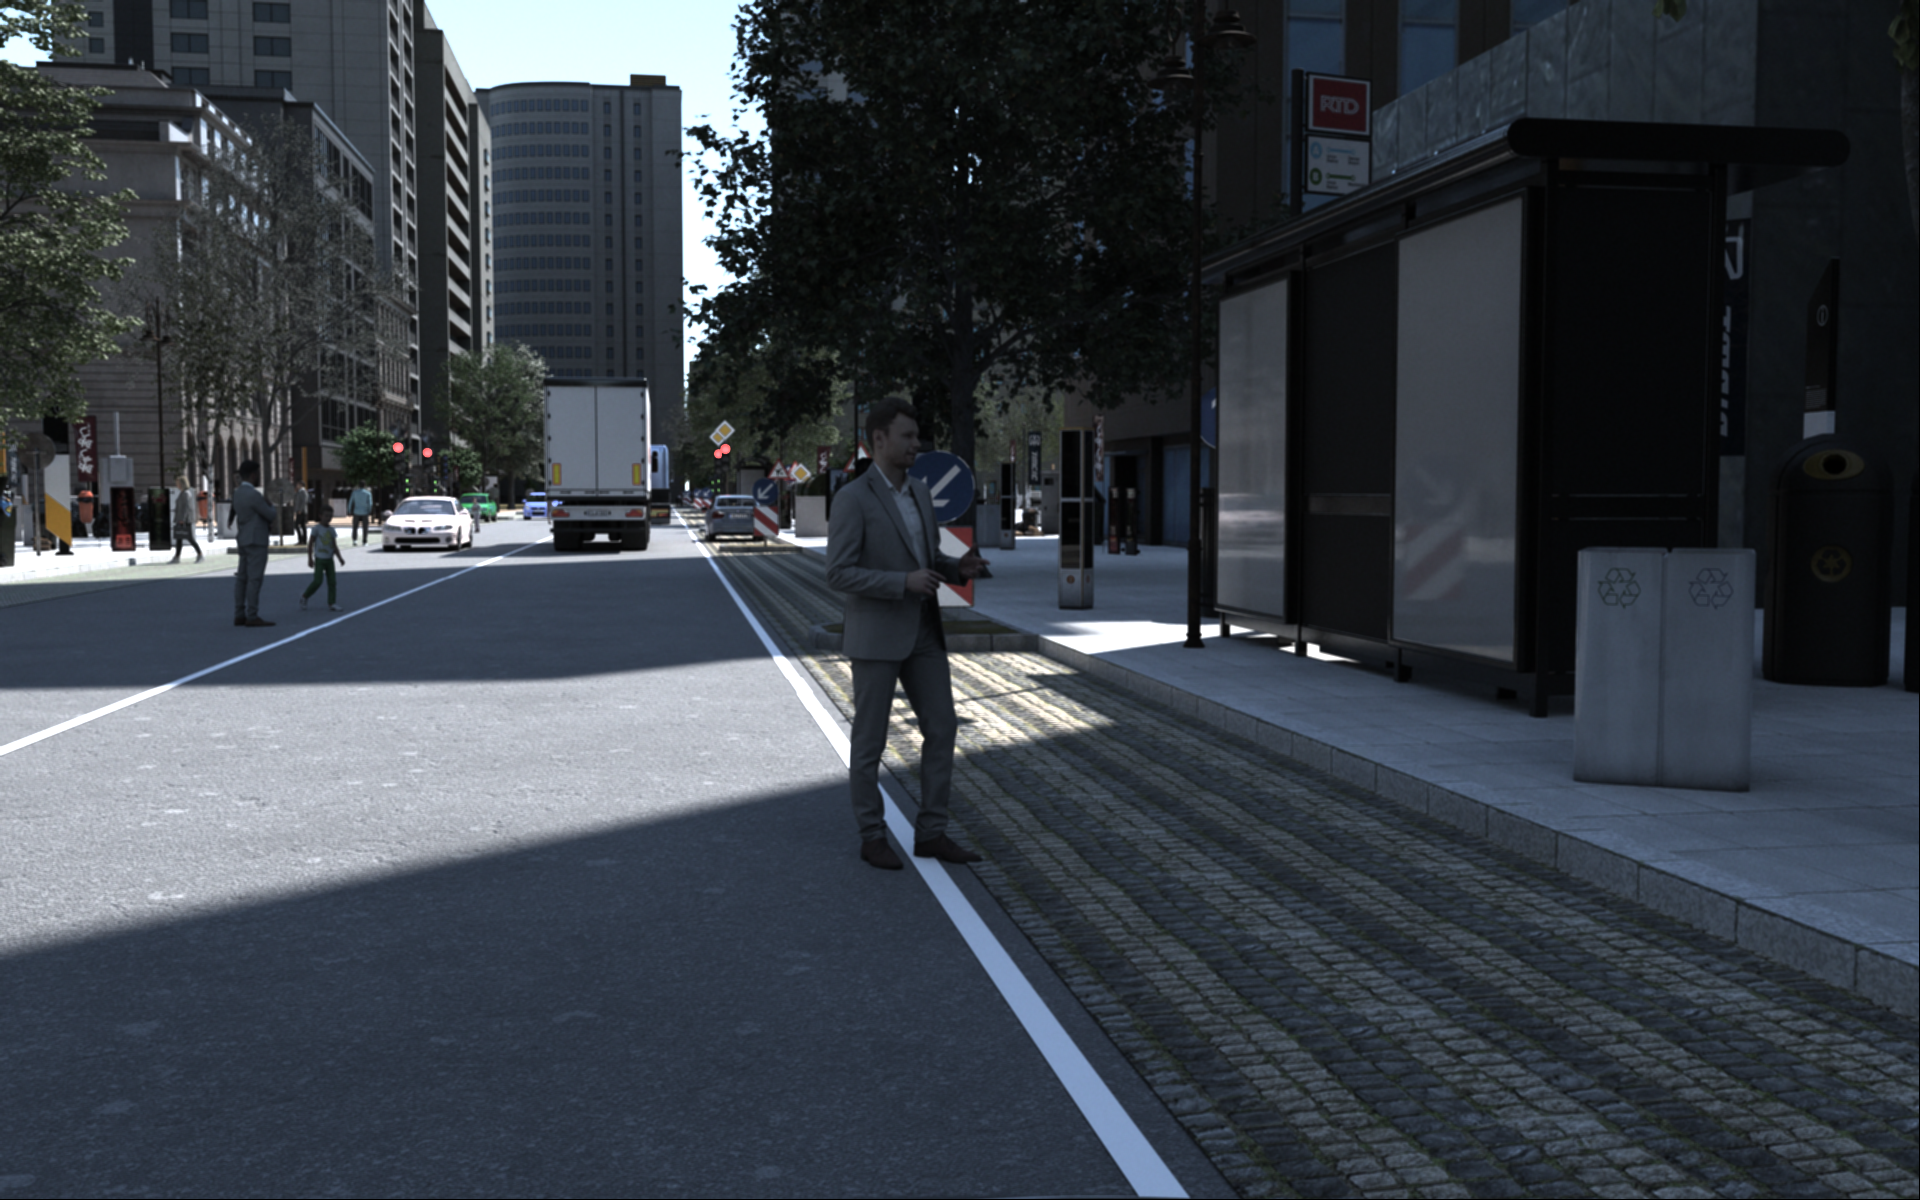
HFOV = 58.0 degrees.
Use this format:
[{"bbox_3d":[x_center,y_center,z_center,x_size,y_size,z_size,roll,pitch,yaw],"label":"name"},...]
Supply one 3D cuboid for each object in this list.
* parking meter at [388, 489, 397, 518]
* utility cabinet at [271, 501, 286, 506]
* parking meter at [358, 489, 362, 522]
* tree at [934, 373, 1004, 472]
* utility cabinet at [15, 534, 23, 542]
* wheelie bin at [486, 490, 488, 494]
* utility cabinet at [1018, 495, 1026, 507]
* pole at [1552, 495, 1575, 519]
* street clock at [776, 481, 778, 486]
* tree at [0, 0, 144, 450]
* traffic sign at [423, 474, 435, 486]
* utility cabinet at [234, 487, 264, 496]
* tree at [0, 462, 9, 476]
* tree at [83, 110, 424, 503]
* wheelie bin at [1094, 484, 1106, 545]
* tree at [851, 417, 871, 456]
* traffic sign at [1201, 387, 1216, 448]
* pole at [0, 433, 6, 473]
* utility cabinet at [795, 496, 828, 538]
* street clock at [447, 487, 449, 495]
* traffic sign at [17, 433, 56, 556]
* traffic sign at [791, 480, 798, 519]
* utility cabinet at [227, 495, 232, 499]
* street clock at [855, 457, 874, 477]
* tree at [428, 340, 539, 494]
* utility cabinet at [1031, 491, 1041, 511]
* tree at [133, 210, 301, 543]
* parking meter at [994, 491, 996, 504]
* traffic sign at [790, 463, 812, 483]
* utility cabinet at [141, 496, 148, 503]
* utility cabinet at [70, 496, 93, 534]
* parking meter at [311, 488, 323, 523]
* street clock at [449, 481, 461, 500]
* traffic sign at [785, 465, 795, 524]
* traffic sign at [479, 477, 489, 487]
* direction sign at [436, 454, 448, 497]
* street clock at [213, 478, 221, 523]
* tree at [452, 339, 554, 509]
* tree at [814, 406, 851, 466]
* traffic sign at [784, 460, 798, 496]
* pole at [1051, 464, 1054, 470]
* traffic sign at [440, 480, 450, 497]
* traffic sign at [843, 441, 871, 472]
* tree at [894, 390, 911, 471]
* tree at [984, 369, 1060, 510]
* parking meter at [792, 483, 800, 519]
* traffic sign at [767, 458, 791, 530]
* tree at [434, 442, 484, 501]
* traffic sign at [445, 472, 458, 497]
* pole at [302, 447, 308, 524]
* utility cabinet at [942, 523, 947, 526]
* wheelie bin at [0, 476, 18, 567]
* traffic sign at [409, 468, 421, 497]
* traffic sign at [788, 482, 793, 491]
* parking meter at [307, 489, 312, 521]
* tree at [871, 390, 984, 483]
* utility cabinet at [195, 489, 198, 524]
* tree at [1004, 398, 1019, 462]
[{"bbox_3d":[-25.664,-4.274,78.287,0.372,1.533,0.369,0,3,0],"label":"parking meter"},{"bbox_3d":[-23.749,-2.965,59.633,1.020,1.237,0.306,0,3,0],"label":"utility cabinet"},{"bbox_3d":[-30.147,-4.810,87.055,0.372,1.533,0.369,0,3,0],"label":"parking meter"},{"bbox_3d":[0.281,-13.782,143.465,7.486,12.596,7.792,0,3,0],"label":"tree"},{"bbox_3d":[-25.807,-2.166,46.569,1.020,1.237,0.306,-2,4,-29],"label":"utility cabinet"},{"bbox_3d":[-34.767,-7.362,128.281,0.980,1.594,0.693,0,4,7],"label":"wheelie bin"},{"bbox_3d":[5.519,-8.502,150.175,1.020,1.237,0.306,0,4,6],"label":"utility cabinet"},{"bbox_3d":[5.451,-1.333,15.644,0.158,3.312,0.155,0,3,0],"label":"pole"},{"bbox_3d":[-9.138,-5.136,88.544,0.471,2.002,0.358,-1,4,-21],"label":"street clock"},{"bbox_3d":[-17.879,-6.743,28.375,7.486,12.596,7.792,0,3,0],"label":"tree"},{"bbox_3d":[-26.943,-5.246,87.897,0.606,2.300,0.079,0,4,0],"label":"traffic sign"},{"bbox_3d":[-23.456,-2.966,57.176,0.318,1.500,1.173,1,4,13],"label":"utility cabinet"},{"bbox_3d":[-31.233,-3.695,55.020,1.663,3.219,1.824,0,3,0],"label":"tree"},{"bbox_3d":[-21.954,-8.837,54.862,12.009,13.543,11.850,0,3,0],"label":"tree"},{"bbox_3d":[3.324,-2.193,43.771,0.693,1.594,0.980,1,4,9],"label":"wheelie bin"},{"bbox_3d":[-5.285,-10.867,128.032,4.360,8.622,3.978,0,3,0],"label":"tree"},{"bbox_3d":[3.111,-1.232,20.255,0.768,2.556,0.104,0,4,0],"label":"traffic sign"},{"bbox_3d":[-31.743,-3.890,57.452,0.158,3.312,0.155,0,3,0],"label":"pole"},{"bbox_3d":[-4.370,-2.453,51.265,1.020,1.237,0.306,0,4,-4],"label":"utility cabinet"},{"bbox_3d":[-39.870,-7.990,135.214,0.358,2.002,0.471,0,4,5],"label":"street clock"},{"bbox_3d":[-19.139,-2.189,35.901,0.768,2.556,0.104,0,4,-5],"label":"traffic sign"},{"bbox_3d":[-8.684,-5.354,89.661,0.606,2.300,0.079,0,3,0],"label":"traffic sign"},{"bbox_3d":[-34.261,-4.347,82.228,0.306,1.237,1.020,2,4,27],"label":"utility cabinet"},{"bbox_3d":[-1.838,-1.823,34.381,0.471,2.002,0.358,0,4,4],"label":"street clock"},{"bbox_3d":[-31.955,-11.657,116.346,9.928,11.665,9.643,0,3,0],"label":"tree"},{"bbox_3d":[5.781,-7.557,132.235,0.318,1.500,1.173,-3,5,-42],"label":"utility cabinet"},{"bbox_3d":[-19.784,-5.835,45.772,4.360,8.622,3.978,0,3,0],"label":"tree"},{"bbox_3d":[2.330,-6.075,107.744,0.372,1.533,0.369,0,3,0],"label":"parking meter"},{"bbox_3d":[-5.866,-3.832,63.842,0.795,2.450,0.064,0,4,-6],"label":"traffic sign"},{"bbox_3d":[-34.753,-3.862,74.301,1.020,1.237,0.306,3,4,39],"label":"utility cabinet"},{"bbox_3d":[-28.230,-2.695,55.226,1.020,1.237,0.306,-3,5,-43],"label":"utility cabinet"},{"bbox_3d":[-28.881,-4.256,78.003,0.372,1.533,0.369,0,3,0],"label":"parking meter"},{"bbox_3d":[-27.821,-5.577,95.748,0.358,2.002,0.471,1,4,19],"label":"street clock"},{"bbox_3d":[-7.332,-4.574,74.892,0.768,2.556,0.104,0,4,-3],"label":"traffic sign"},{"bbox_3d":[-34.729,-7.721,126.338,0.768,2.556,0.104,-1,4,-9],"label":"traffic sign"},{"bbox_3d":[-29.569,-6.537,98.885,0.379,3.537,0.876,2,4,29],"label":"direction sign"},{"bbox_3d":[-33.438,-4.490,77.975,0.358,2.002,0.471,-1,4,-21],"label":"street clock"},{"bbox_3d":[-37.394,-14.517,144.001,9.857,13.997,8.962,0,3,0],"label":"tree"},{"bbox_3d":[-10.194,-11.638,140.650,4.360,8.622,3.978,0,3,0],"label":"tree"},{"bbox_3d":[-6.353,-4.092,66.909,0.884,2.594,0.081,0,4,-1],"label":"traffic sign"},{"bbox_3d":[6.313,-7.581,117.784,0.158,3.312,0.155,0,3,0],"label":"pole"},{"bbox_3d":[-30.484,-6.149,102.671,0.606,2.300,0.079,-1,4,-8],"label":"traffic sign"},{"bbox_3d":[-2.419,-2.585,42.270,0.884,2.594,0.081,0,4,-4],"label":"traffic sign"},{"bbox_3d":[-3.690,-9.515,105.940,4.737,8.622,4.395,0,3,0],"label":"tree"},{"bbox_3d":[3.823,-8.980,97.182,4.360,8.622,3.978,0,3,0],"label":"tree"},{"bbox_3d":[-8.312,-5.021,87.803,0.255,1.863,0.399,2,4,26],"label":"parking meter"},{"bbox_3d":[-6.498,-3.801,62.147,0.884,2.594,0.081,-1,4,-8],"label":"traffic sign"},{"bbox_3d":[-31.551,-7.678,109.254,4.285,4.588,4.351,0,3,0],"label":"tree"},{"bbox_3d":[-29.948,-6.229,101.951,0.768,2.556,0.104,0,4,-4],"label":"traffic sign"},{"bbox_3d":[-28.425,-4.973,75.160,0.158,3.312,0.155,0,3,0],"label":"pole"},{"bbox_3d":[-0.371,-2.013,41.590,0.318,1.500,1.173,3,5,43],"label":"utility cabinet"},{"bbox_3d":[-17.057,-1.379,30.450,0.980,1.594,0.693,0,4,2],"label":"wheelie bin"},{"bbox_3d":[-27.005,-5.230,85.615,0.768,2.556,0.104,0,4,-4],"label":"traffic sign"},{"bbox_3d":[-8.670,-5.336,87.345,0.768,2.556,0.104,0,4,-7],"label":"traffic sign"},{"bbox_3d":[-30.639,-4.488,81.795,0.372,1.533,0.369,0,3,0],"label":"parking meter"},{"bbox_3d":[-1.771,-8.831,94.747,4.360,8.622,3.978,0,3,0],"label":"tree"},{"bbox_3d":[-33.265,-3.998,74.044,1.173,1.500,0.318,-2,4,-33],"label":"utility cabinet"},{"bbox_3d":[4.850,-10.535,122.607,4.737,8.622,4.395,0,3,0],"label":"tree"}]
